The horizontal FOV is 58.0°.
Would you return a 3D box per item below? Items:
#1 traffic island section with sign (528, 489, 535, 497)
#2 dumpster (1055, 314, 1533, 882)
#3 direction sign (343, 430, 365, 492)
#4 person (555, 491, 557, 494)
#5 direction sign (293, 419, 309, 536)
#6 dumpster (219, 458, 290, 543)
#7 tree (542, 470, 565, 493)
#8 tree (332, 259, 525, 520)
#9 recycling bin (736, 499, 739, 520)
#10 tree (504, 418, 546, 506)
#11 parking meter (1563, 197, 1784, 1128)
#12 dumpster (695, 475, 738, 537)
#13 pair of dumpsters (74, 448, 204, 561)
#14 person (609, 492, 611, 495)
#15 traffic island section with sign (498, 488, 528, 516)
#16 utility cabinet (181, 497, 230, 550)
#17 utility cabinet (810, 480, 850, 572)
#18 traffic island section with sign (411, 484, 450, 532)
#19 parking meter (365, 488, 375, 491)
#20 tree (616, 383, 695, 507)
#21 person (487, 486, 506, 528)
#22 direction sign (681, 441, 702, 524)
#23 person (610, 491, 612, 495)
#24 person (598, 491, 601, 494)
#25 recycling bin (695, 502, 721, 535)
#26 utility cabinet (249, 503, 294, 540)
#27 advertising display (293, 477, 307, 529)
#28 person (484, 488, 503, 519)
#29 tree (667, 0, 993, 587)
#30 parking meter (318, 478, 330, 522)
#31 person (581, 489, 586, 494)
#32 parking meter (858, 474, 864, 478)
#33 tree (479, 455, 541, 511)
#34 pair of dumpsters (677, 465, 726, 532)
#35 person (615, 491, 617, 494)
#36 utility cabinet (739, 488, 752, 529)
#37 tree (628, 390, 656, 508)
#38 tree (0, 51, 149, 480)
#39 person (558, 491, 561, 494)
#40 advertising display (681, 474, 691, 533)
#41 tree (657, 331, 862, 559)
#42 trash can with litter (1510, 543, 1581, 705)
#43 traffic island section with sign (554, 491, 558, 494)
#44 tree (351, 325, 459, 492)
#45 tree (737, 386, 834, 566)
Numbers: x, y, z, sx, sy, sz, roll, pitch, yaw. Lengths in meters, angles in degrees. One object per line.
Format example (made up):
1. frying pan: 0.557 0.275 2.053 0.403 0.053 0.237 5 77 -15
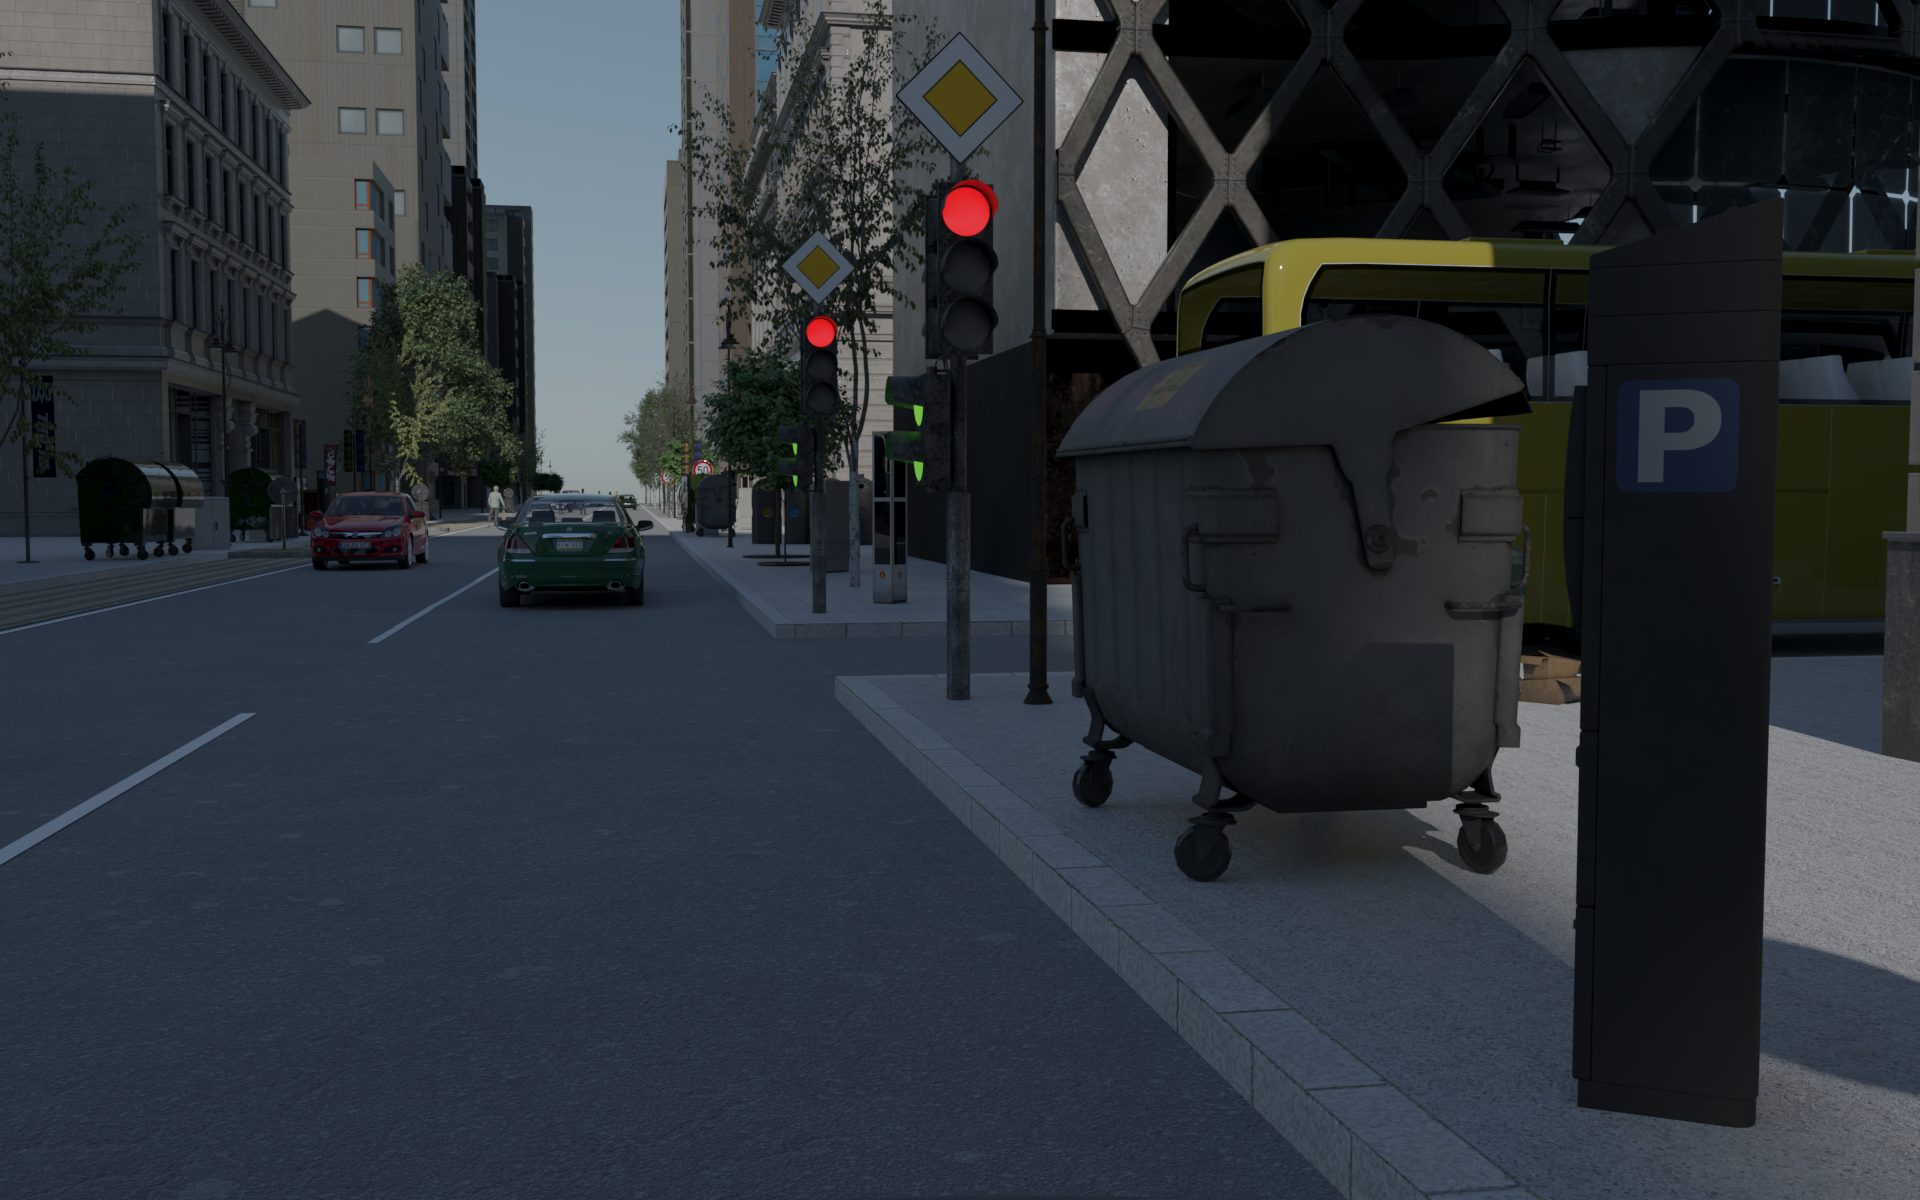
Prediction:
1. traffic island section with sign: -35.012 -8.129 141.530 1.989 1.847 2.006 -1 4 -11
2. dumpster: 1.177 -0.043 6.457 1.264 1.857 1.865 -1 4 -11
3. direction sign: -21.396 -4.234 61.225 0.876 3.537 0.379 1 4 21
4. person: -43.040 -10.736 184.713 0.721 1.739 1.217 3 5 45
5. direction sign: -20.051 -3.712 52.693 0.379 3.537 0.876 0 4 1
6. dumpster: -18.850 -2.681 46.327 1.502 2.255 1.985 -1 4 -11
7. tree: -52.727 -14.267 216.985 4.285 4.588 4.351 0 3 0
8. tree: -26.155 -10.262 84.791 9.611 12.733 9.660 0 3 0
9. recycling bin: -11.123 -4.447 85.264 0.722 1.027 0.722 -3 5 -39
10. tree: -42.077 -13.176 165.784 4.360 8.622 3.978 0 3 0
11. parking meter: 1.474 0.128 3.622 0.399 1.863 0.255 2 4 23
12. dumpster: -7.330 -2.842 52.220 1.264 1.857 1.865 -1 4 -11
13. pair of dumpsters: -16.725 -2.007 35.316 1.574 2.255 4.437 -1 4 -11
14. person: -39.854 -11.521 197.659 1.217 1.735 0.721 3 5 44
15. traffic island section with sign: -29.934 -6.509 115.056 1.989 1.847 2.006 -1 4 -11
16. utility cabinet: -17.313 -1.748 39.743 0.306 1.237 1.020 3 5 42
17. utility cabinet: -2.090 -1.216 28.568 0.318 1.500 1.173 1 4 22
18. traffic island section with sign: -20.486 -3.498 65.824 1.989 1.847 2.006 -1 4 -11
19. parking meter: -23.767 -3.753 69.766 0.372 1.533 0.369 0 3 0
20. tree: -30.660 -16.014 178.844 9.611 12.733 9.660 0 3 0
21. person: -19.578 -3.929 73.222 0.782 1.767 0.515 0 4 6
22. direction sign: -11.374 -4.980 73.421 0.876 3.537 0.379 -2 4 -24
23. person: -49.161 -14.378 243.657 0.705 1.814 1.350 0 4 4
24. person: -40.755 -11.436 195.482 1.348 1.823 0.705 3 5 40
25. recycling bin: -7.852 -2.539 54.060 0.722 1.027 0.722 0 4 -1
26. utility cabinet: -19.037 -2.397 47.866 1.173 1.500 0.318 1 4 9
27. advertising display: -24.468 -3.613 64.290 0.123 1.923 0.974 0 4 2
28. person: -26.811 -5.585 99.816 0.705 1.824 1.348 3 5 39
29. tree: -1.701 -4.489 23.759 4.360 8.622 3.978 0 3 0
30. parking meter: -23.351 -3.540 63.586 0.255 1.863 0.399 1 4 12
31. person: -25.819 -6.736 118.648 1.348 1.822 0.705 0 3 0
32. parking meter: -2.950 -2.693 49.746 0.255 1.863 0.399 3 4 36
33. tree: -36.011 -9.264 135.187 4.285 4.588 4.351 0 3 0
34. pair of dumpsters: -8.997 -3.535 60.293 1.574 2.255 4.437 -1 4 -11
35. person: -47.029 -13.969 236.980 0.705 1.812 1.348 -1 4 -10
36. utility cabinet: -7.322 -3.266 62.075 1.173 1.500 0.318 1 4 14
37. tree: -16.625 -9.139 99.779 4.360 8.622 3.978 0 3 0
38. tree: -15.878 -4.763 28.242 4.737 8.622 4.395 0 3 0
39. person: -27.703 -6.726 119.938 0.415 1.643 0.593 0 4 -2
40. advertising display: -9.087 -3.193 57.424 0.123 1.923 0.974 -1 4 -21
41. tree: -3.660 -3.131 34.912 4.285 4.588 4.351 0 3 0
42. trash can with litter: 3.514 0.027 10.945 0.624 1.170 1.055 -3 5 -44
43. traffic island section with sign: -45.435 -11.445 195.757 1.989 1.847 2.006 -1 4 -11
44. tree: -24.597 -7.698 76.217 4.737 8.622 4.395 0 3 0
45. tree: -3.266 -2.235 31.149 1.663 3.219 1.824 0 3 0
